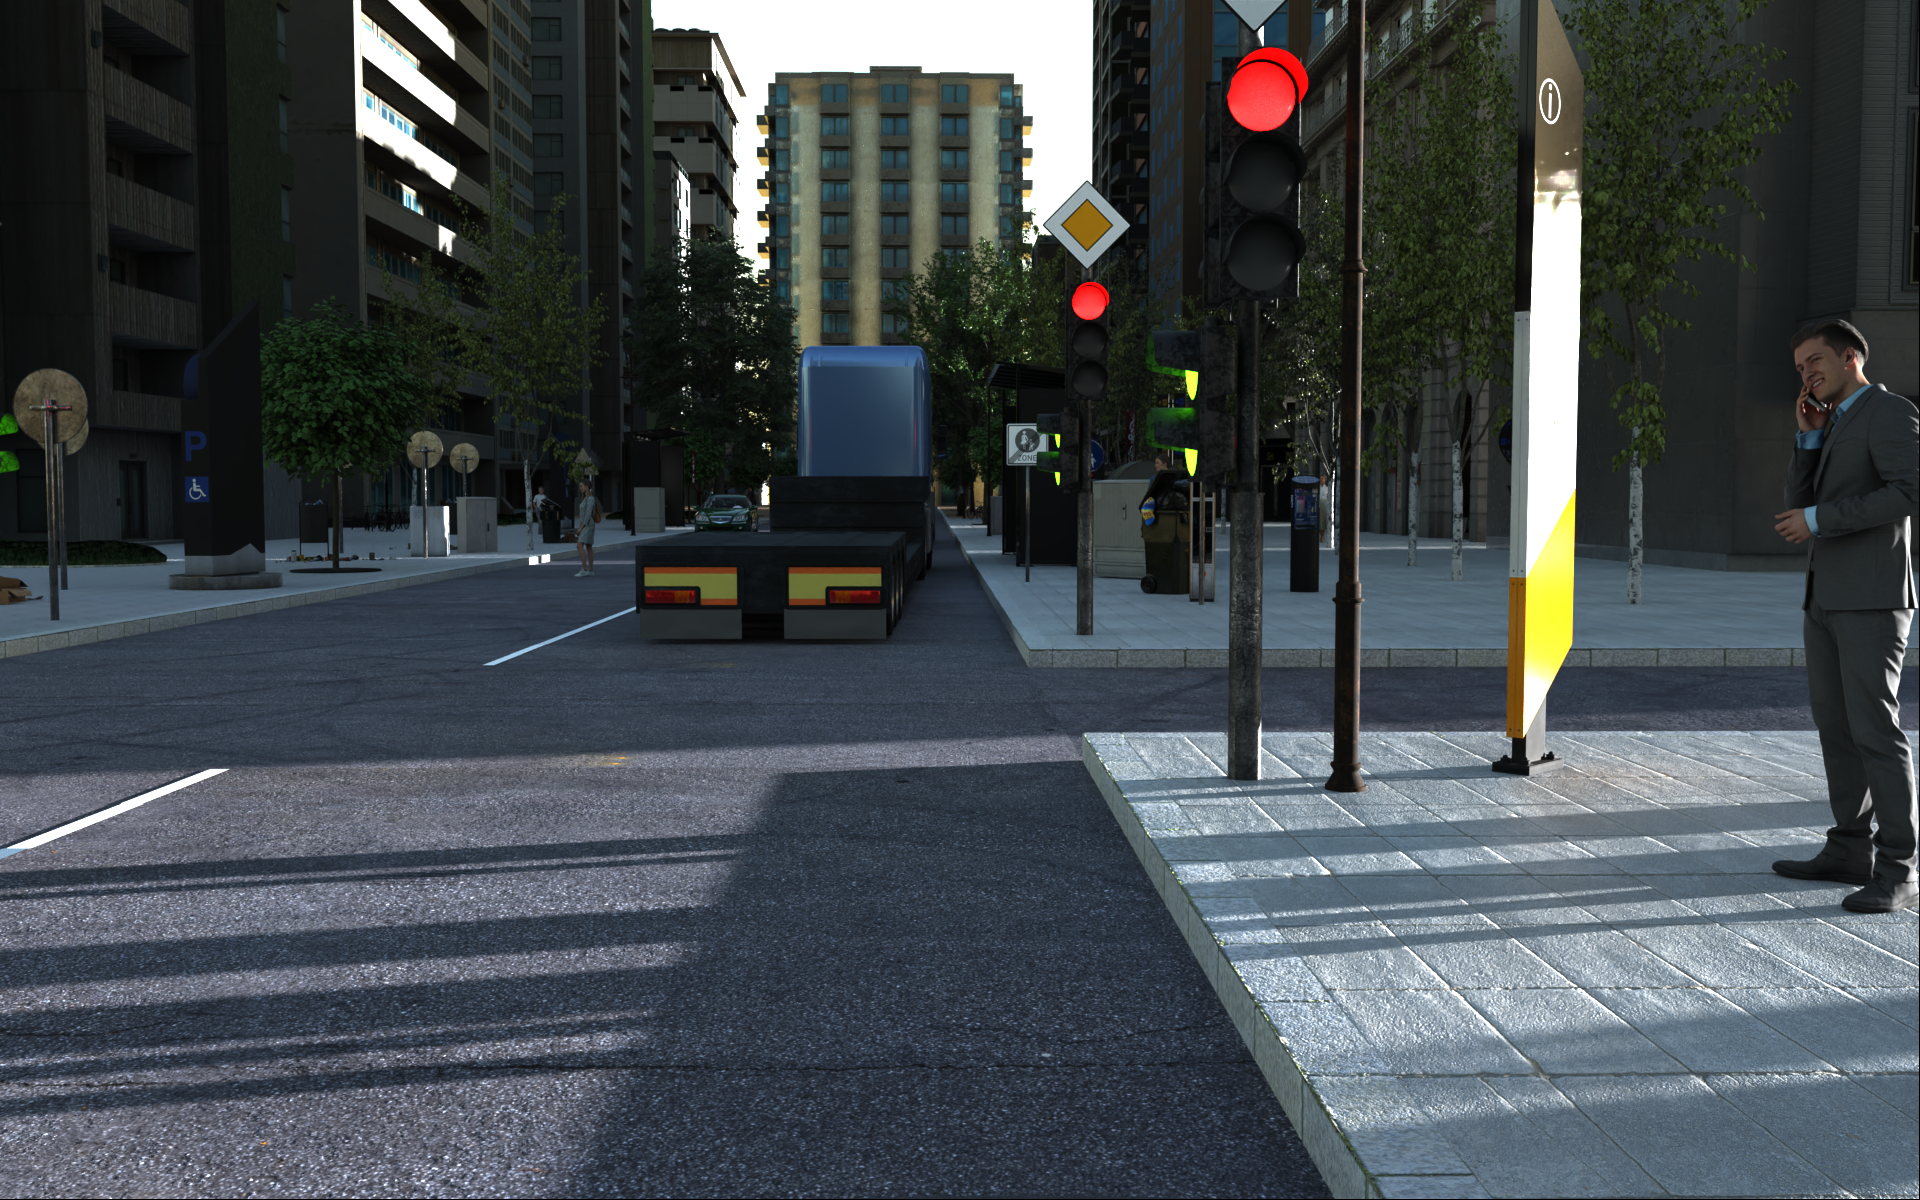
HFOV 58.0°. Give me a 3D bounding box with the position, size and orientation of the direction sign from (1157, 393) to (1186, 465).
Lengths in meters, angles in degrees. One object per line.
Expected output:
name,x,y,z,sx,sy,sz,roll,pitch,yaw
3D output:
direction sign,4.764,-2.880,39.078,0.379,3.537,0.876,-3,4,-38

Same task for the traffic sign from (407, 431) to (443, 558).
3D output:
traffic sign,-10.745,-2.119,34.752,0.768,2.556,0.104,0,4,8

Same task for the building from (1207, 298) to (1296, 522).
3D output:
building,20.095,-13.187,83.053,16.820,18.784,16.811,0,4,-1

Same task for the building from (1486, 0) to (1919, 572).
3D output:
building,27.452,-13.109,33.405,30.058,24.678,14.314,0,4,-1

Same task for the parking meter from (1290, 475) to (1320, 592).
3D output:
parking meter,4.528,-0.876,22.731,0.372,1.533,0.369,0,3,0

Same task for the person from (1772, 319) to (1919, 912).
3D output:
person,2.823,0.018,5.557,0.447,1.846,0.655,0,4,3

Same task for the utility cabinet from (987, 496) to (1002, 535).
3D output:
utility cabinet,1.273,-2.656,54.590,0.306,1.237,1.020,3,4,38

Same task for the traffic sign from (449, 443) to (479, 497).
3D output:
traffic sign,-12.309,-2.624,43.010,0.768,2.556,0.104,0,4,6

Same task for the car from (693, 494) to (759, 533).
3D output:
car,-7.745,-2.806,57.681,2.131,1.459,4.920,0,4,-2

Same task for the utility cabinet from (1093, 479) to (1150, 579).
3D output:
utility cabinet,2.519,-1.076,26.277,0.318,1.500,1.173,-3,5,-41

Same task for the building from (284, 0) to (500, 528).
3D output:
building,-33.583,-27.600,74.956,21.300,48.544,21.600,0,4,-1

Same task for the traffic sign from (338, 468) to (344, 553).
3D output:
traffic sign,-13.407,-2.285,37.466,0.768,2.556,0.104,0,4,1

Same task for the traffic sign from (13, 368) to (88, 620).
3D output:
traffic sign,-9.206,-1.066,17.541,0.768,2.556,0.104,0,4,1

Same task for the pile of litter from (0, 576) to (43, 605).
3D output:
pile of litter,-11.503,-0.390,20.338,1.176,0.858,1.719,1,4,22

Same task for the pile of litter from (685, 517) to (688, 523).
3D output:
pile of litter,-12.767,-3.907,77.843,1.719,0.858,1.176,-3,4,-36

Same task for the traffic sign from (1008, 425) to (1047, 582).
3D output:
traffic sign,0.984,-1.412,25.208,0.606,2.300,0.079,1,4,9

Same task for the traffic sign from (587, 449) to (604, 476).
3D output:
traffic sign,-10.808,-3.114,50.650,0.795,2.593,0.064,1,4,9

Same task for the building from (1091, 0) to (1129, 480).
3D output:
building,20.003,-43.211,144.745,20.563,71.187,20.611,0,4,-1

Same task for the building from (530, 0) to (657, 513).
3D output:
building,-29.497,-26.797,121.729,14.154,41.232,14.086,0,4,-1

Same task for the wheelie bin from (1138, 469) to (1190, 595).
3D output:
wheelie bin,2.781,-0.884,22.365,0.693,1.594,0.980,3,5,45

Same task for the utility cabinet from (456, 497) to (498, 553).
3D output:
utility cabinet,-10.610,-1.647,38.097,0.306,1.237,1.020,2,4,24

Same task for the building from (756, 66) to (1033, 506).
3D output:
building,-7.259,-35.297,196.720,30.456,49.044,23.786,0,4,-1

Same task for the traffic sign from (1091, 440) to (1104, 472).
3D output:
traffic sign,2.953,-2.458,40.301,0.768,2.556,0.104,0,4,7

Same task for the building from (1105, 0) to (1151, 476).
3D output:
building,22.079,-28.504,120.671,22.147,44.769,28.867,0,4,-1

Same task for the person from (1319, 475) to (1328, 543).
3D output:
person,9.629,-2.436,46.093,0.478,1.798,0.641,2,4,25

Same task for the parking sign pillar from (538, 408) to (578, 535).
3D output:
parking sign pillar,-12.743,-4.083,55.223,1.447,3.967,1.447,0,4,-1

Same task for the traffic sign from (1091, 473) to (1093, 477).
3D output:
traffic sign,3.647,-3.252,53.181,0.884,2.594,0.081,0,4,1

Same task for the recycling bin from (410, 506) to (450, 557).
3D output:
recycling bin,-10.963,-1.423,35.820,0.722,1.027,0.722,-1,4,-12

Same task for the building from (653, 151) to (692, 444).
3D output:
building,-30.505,-23.043,148.452,14.107,30.474,14.160,0,4,-1

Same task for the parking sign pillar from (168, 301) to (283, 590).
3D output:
parking sign pillar,-10.071,-2.152,23.665,1.447,3.967,1.447,1,4,9

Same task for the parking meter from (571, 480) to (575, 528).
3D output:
parking meter,-13.667,-3.353,60.527,0.399,1.863,0.255,0,3,0

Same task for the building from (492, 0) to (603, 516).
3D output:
building,-38.768,-25.082,101.979,32.217,40.220,23.993,0,4,-1

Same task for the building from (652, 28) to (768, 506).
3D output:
building,-37.268,-37.245,198.192,27.495,52.752,28.713,0,4,-1

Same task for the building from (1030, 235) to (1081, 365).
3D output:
building,15.122,-25.702,191.930,14.107,30.474,14.160,0,4,-1

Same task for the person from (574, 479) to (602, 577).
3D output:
person,-6.513,-1.268,30.242,0.522,1.701,0.512,-1,4,-22

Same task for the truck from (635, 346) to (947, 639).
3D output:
truck,-1.798,-2.197,25.682,2.967,4.110,18.799,0,4,0

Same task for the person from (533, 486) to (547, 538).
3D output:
person,-12.315,-2.600,51.152,0.523,1.515,0.503,2,4,29

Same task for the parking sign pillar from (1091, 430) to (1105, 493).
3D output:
parking sign pillar,4.099,-4.192,57.009,1.447,3.967,1.447,0,4,0

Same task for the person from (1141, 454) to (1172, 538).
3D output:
person,2.789,-1.072,23.599,0.581,1.822,0.654,2,4,30

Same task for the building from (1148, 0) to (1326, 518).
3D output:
building,18.536,-27.399,98.092,14.600,45.320,14.200,0,4,-1

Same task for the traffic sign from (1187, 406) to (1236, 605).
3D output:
traffic sign,2.791,-1.220,19.957,0.884,2.594,0.081,0,4,3

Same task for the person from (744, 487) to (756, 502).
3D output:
person,-14.409,-6.847,118.529,0.617,1.759,0.750,3,5,42

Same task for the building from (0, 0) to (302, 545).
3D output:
building,-26.122,-16.579,42.772,14.160,30.474,14.107,0,4,-1

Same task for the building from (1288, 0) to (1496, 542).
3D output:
building,19.379,-13.160,56.962,13.314,21.916,24.055,0,4,-1

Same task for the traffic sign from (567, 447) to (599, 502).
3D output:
traffic sign,-10.518,-2.955,48.321,0.884,2.594,0.081,0,4,2

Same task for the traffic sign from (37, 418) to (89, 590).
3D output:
traffic sign,-12.014,-1.410,23.154,0.768,2.556,0.104,0,4,2

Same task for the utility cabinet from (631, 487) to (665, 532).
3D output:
utility cabinet,-10.348,-2.987,57.523,1.173,1.500,0.318,2,4,28

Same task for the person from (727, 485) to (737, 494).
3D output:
person,-13.572,-5.972,103.549,0.709,1.838,0.599,0,4,6
